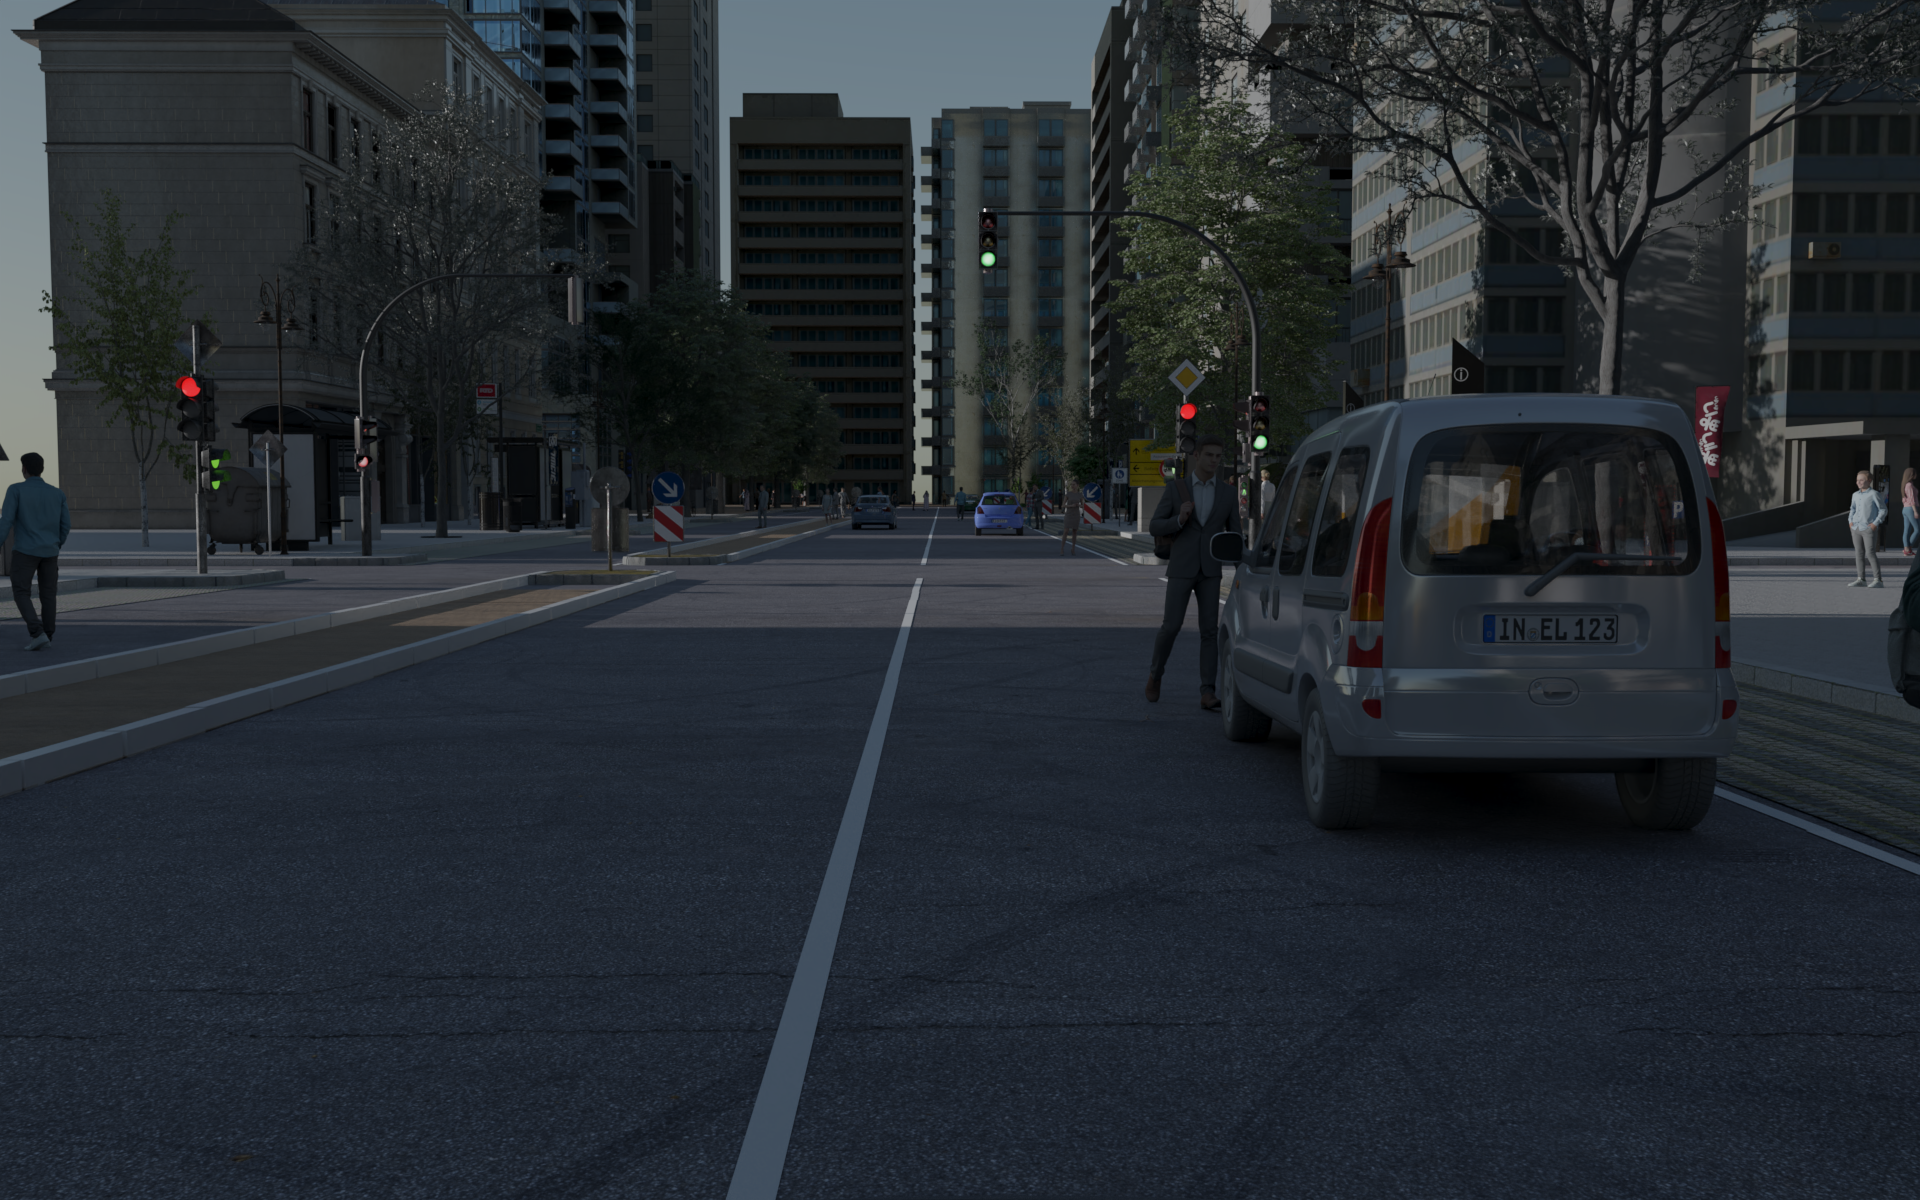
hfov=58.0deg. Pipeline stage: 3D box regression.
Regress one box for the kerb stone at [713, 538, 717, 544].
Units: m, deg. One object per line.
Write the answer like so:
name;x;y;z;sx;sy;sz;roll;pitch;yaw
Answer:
kerb stone;-7.106;-1.660;49.336;0.120;0.150;1.000;0;4;-1

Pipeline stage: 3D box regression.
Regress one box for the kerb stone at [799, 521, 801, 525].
kerb stone;-7.396;-3.415;78.038;0.120;0.150;1.000;0;4;-1

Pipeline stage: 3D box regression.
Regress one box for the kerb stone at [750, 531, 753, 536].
kerb stone;-7.201;-2.218;58.559;0.120;0.150;1.000;0;4;-1

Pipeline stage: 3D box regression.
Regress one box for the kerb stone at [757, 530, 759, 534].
kerb stone;-7.222;-2.349;60.604;0.120;0.150;1.000;0;4;-1

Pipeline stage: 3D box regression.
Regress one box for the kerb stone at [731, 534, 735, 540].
kerb stone;-7.142;-1.908;53.439;0.120;0.150;1.000;0;4;-1

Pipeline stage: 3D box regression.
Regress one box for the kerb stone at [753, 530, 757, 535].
kerb stone;-7.201;-2.283;59.582;0.120;0.150;1.000;0;4;-1

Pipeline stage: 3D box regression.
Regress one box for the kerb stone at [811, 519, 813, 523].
kerb stone;-7.474;-3.853;85.204;0.120;0.150;1.000;0;4;-1

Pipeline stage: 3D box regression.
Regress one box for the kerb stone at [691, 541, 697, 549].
kerb stone;-7.070;-1.409;45.238;0.120;0.150;1.000;0;4;-1

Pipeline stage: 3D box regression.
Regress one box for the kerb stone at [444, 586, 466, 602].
kerb stone;-6.833;-0.053;23.127;0.120;0.150;1.000;0;4;-1

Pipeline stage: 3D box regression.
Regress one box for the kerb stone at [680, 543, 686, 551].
kerb stone;-7.040;-1.284;43.183;0.120;0.150;1.000;0;4;-1

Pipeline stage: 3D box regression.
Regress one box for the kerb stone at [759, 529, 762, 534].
kerb stone;-7.236;-2.412;61.627;0.120;0.150;1.000;0;4;-1

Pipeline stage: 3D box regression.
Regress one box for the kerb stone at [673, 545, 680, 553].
kerb stone;-7.019;-1.221;42.158;0.120;0.150;1.000;0;4;-1

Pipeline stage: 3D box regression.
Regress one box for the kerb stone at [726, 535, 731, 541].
kerb stone;-7.139;-1.843;52.406;0.120;0.150;1.000;0;4;-1

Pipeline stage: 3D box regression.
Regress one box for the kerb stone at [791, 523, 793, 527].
kerb stone;-7.354;-3.163;73.935;0.120;0.150;1.000;0;4;-1

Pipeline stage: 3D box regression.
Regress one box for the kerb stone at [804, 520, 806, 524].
kerb stone;-7.429;-3.603;81.105;0.120;0.150;1.000;0;4;-1

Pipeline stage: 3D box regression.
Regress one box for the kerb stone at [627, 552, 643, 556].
kerb stone;-6.973;-0.908;37.047;0.120;0.150;1.000;0;4;-1

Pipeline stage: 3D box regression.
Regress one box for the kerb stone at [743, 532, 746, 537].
kerb stone;-7.174;-2.097;56.509;0.120;0.150;1.000;0;4;-1

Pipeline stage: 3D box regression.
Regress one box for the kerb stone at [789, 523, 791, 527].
kerb stone;-7.345;-3.102;72.912;0.120;0.150;1.000;0;4;-1

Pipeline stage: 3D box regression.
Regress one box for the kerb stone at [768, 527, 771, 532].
kerb stone;-7.255;-2.599;64.697;0.120;0.150;1.000;0;4;-1

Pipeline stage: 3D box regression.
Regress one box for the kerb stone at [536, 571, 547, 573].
kerb stone;-6.889;-0.370;28.252;0.120;0.150;1.000;0;4;-1

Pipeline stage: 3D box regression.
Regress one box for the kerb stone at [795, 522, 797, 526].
kerb stone;-7.369;-3.284;75.992;0.120;0.150;1.000;0;4;-1

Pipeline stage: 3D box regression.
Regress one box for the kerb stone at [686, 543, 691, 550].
kerb stone;-7.055;-1.343;44.216;0.120;0.150;1.000;0;4;-1

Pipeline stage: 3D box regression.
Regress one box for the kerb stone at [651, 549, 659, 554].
kerb stone;-6.998;-1.033;39.091;0.120;0.150;1.000;0;4;-1

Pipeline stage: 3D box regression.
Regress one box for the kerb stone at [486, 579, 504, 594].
kerb stone;-6.859;-0.182;25.170;0.120;0.150;1.000;0;4;-1

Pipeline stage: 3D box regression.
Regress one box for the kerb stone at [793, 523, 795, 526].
kerb stone;-7.359;-3.228;74.969;0.120;0.150;1.000;0;4;-1

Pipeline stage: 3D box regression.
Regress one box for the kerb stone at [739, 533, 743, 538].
kerb stone;-7.166;-2.031;55.486;0.120;0.150;1.000;0;4;-1

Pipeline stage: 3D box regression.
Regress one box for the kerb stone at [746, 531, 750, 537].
kerb stone;-7.193;-2.159;57.533;0.120;0.150;1.000;0;4;-1

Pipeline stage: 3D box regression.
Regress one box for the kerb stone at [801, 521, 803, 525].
kerb stone;-7.405;-3.478;79.061;0.120;0.150;1.000;0;4;-1

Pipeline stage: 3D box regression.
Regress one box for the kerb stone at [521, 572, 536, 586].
kerb stone;-6.876;-0.308;27.225;0.120;0.150;1.000;0;4;-1

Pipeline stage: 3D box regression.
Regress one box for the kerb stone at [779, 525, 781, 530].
kerb stone;-7.300;-2.845;68.805;0.120;0.150;1.000;0;4;-1

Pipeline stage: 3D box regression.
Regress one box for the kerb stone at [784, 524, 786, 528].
kerb stone;-7.330;-2.974;70.867;0.120;0.150;1.000;0;4;-1

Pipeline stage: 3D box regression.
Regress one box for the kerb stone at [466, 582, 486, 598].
kerb stone;-6.844;-0.118;24.149;0.120;0.150;1.000;0;4;-1

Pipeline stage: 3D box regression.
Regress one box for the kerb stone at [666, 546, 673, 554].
kerb stone;-7.022;-1.158;41.135;0.120;0.150;1.000;0;4;-1

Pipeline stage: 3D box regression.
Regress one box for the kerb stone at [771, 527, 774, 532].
kerb stone;-7.266;-2.662;65.719;0.120;0.150;1.000;0;4;-1

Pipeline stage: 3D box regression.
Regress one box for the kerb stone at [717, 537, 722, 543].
kerb stone;-7.112;-1.722;50.358;0.120;0.150;1.000;0;4;-1

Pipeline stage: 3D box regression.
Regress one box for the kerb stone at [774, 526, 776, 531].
kerb stone;-7.278;-2.725;66.745;0.120;0.150;1.000;0;4;-1

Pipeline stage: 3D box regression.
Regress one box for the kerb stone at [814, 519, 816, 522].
kerb stone;-7.486;-3.980;87.273;0.120;0.150;1.000;0;4;-1

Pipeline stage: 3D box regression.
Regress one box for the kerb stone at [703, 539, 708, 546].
kerb stone;-7.079;-1.534;47.284;0.120;0.150;1.000;0;4;-1

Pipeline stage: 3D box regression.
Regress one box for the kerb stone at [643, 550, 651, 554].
kerb stone;-6.993;-0.969;38.069;0.120;0.150;1.000;0;4;-1

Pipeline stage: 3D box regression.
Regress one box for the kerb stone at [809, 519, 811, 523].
kerb stone;-7.452;-3.789;84.182;0.120;0.150;1.000;0;4;-1

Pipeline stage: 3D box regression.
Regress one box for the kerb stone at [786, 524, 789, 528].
kerb stone;-7.326;-3.039;71.890;0.120;0.150;1.000;0;4;-1

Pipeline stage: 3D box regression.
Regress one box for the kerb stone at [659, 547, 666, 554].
kerb stone;-7.013;-1.093;40.113;0.120;0.150;1.000;0;4;-1

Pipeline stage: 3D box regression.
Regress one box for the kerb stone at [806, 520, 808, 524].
kerb stone;-7.440;-3.665;82.138;0.120;0.150;1.000;0;4;-1

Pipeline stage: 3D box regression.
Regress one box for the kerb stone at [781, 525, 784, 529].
kerb stone;-7.311;-2.914;69.845;0.120;0.150;1.000;0;4;-1

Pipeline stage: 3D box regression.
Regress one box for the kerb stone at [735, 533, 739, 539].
kerb stone;-7.153;-1.973;54.461;0.120;0.150;1.000;0;4;-1

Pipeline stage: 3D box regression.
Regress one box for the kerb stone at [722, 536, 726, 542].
kerb stone;-7.128;-1.785;51.384;0.120;0.150;1.000;0;4;-1

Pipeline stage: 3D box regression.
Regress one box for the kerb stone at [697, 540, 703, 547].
kerb stone;-7.072;-1.470;46.260;0.120;0.150;1.000;0;4;-1

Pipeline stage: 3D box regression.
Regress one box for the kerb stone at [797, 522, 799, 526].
kerb stone;-7.388;-3.352;77.013;0.120;0.150;1.000;0;4;-1

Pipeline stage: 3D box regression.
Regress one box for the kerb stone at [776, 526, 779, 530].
kerb stone;-7.294;-2.788;67.779;0.120;0.150;1.000;0;4;-1

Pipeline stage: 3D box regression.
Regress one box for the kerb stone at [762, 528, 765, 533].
kerb stone;-7.242;-2.469;62.650;0.120;0.150;1.000;0;4;-1

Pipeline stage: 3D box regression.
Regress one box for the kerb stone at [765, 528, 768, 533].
kerb stone;-7.253;-2.537;63.674;0.120;0.150;1.000;0;4;-1

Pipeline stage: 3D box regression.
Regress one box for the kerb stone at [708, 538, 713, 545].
kerb stone;-7.088;-1.597;48.313;0.120;0.150;1.000;0;4;-1

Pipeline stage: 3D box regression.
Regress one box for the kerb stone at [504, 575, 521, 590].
kerb stone;-6.866;-0.245;26.201;0.120;0.150;1.000;0;4;-1
